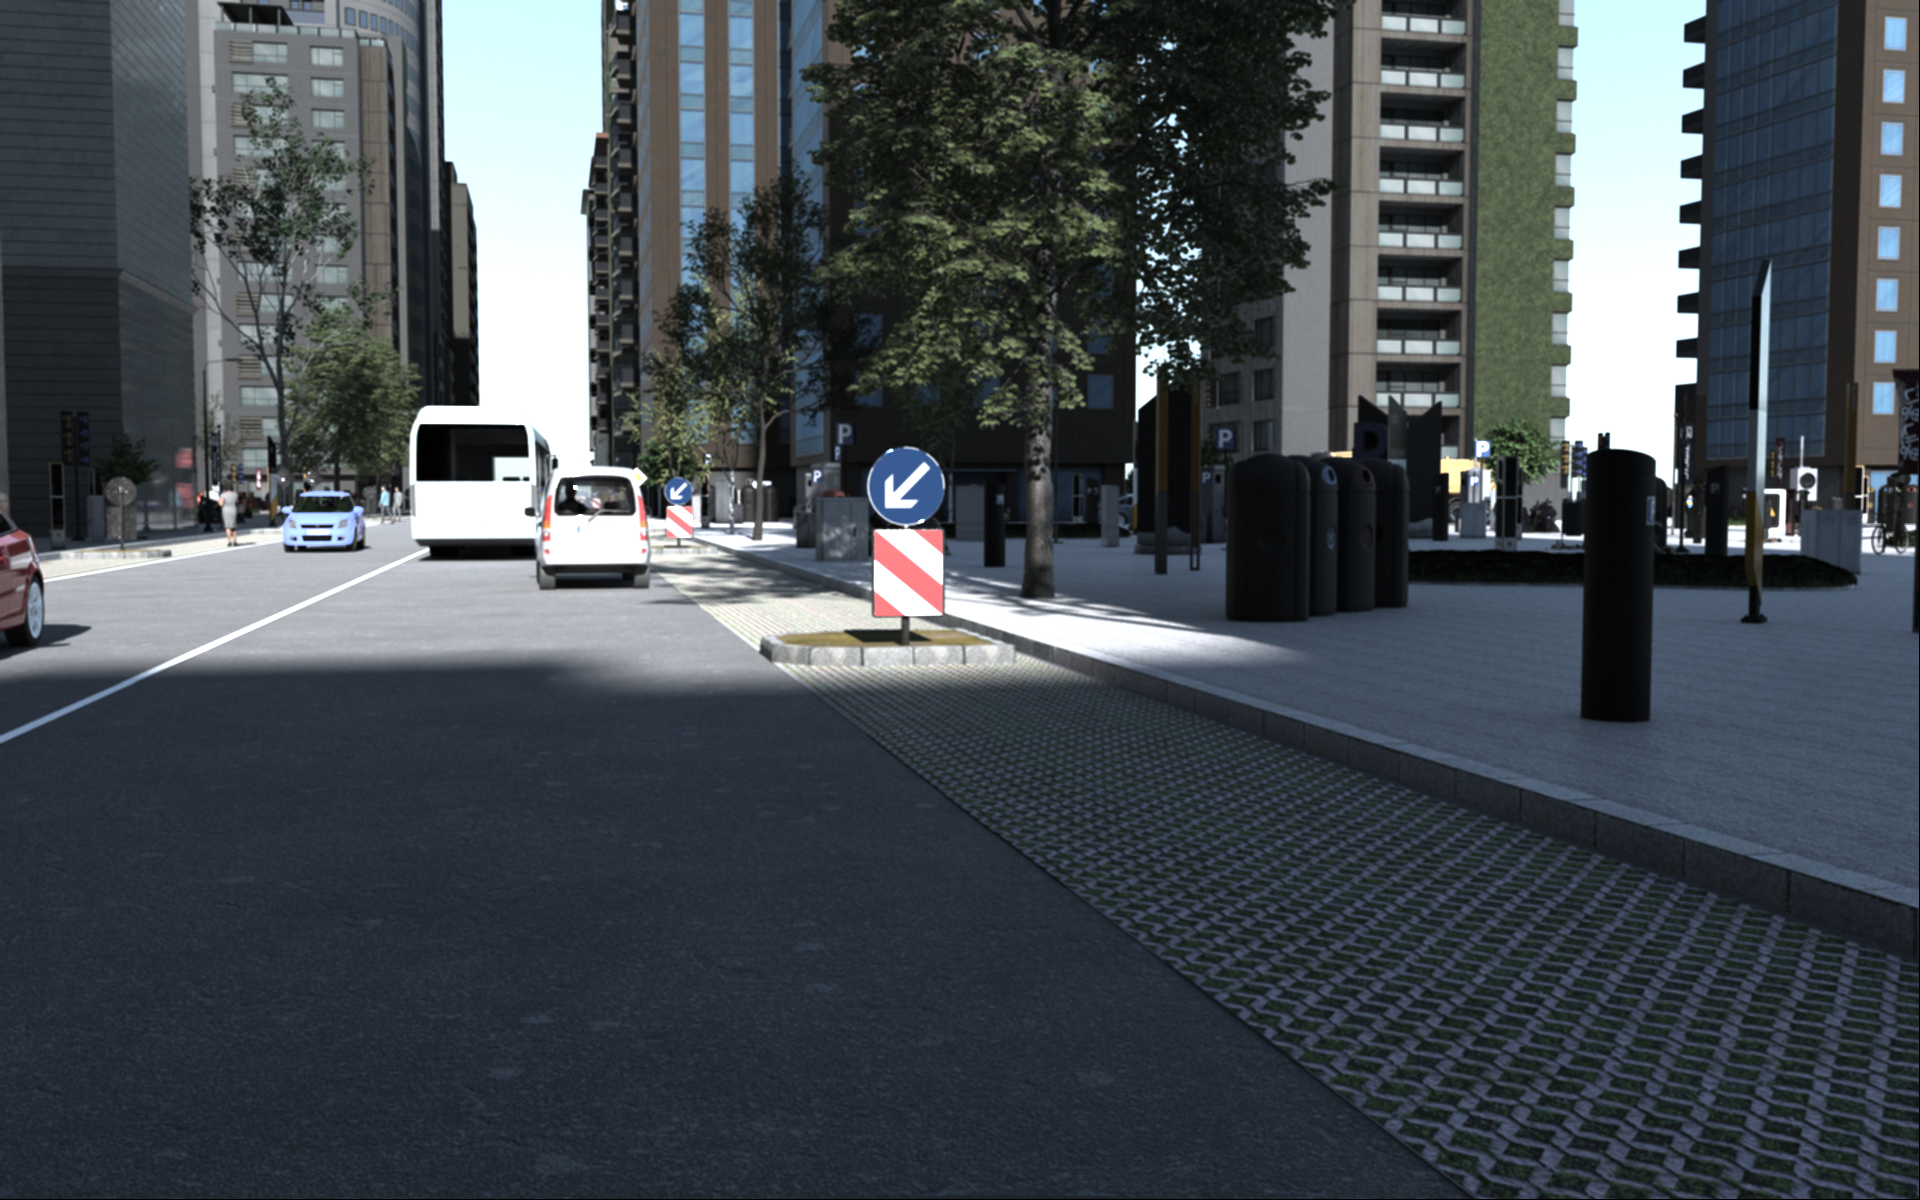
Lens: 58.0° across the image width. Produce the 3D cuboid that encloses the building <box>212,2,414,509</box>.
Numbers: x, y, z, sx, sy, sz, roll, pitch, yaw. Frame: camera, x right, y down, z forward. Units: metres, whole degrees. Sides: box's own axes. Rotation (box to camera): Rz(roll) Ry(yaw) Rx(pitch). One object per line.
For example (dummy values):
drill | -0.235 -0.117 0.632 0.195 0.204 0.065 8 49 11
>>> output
building | -54.964 -28.439 148.566 14.154 41.232 14.086 -1 4 -13

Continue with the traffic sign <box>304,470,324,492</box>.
traffic sign | -26.371 -4.103 70.731 0.795 2.450 0.064 -1 4 -13

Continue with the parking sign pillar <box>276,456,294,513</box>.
parking sign pillar | -47.072 -8.071 120.430 1.447 3.967 1.447 -2 4 -27

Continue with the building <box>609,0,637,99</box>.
building | -14.391 -28.990 128.609 22.147 44.769 28.867 -1 4 -13

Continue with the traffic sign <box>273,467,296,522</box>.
traffic sign | -24.544 -3.628 62.957 0.795 2.450 0.064 -1 4 -13

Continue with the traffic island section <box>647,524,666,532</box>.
traffic island section | -12.257 -2.667 65.889 2.009 0.180 2.903 -1 4 -13

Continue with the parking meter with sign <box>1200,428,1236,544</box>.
parking meter with sign | 6.550 -2.991 45.170 0.543 3.016 1.738 2 4 35

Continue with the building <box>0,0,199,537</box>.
building | -40.545 -16.846 52.920 29.804 29.767 11.434 -1 4 -13

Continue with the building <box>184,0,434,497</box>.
building | -63.139 -38.276 167.813 21.231 58.520 28.212 -1 4 -13

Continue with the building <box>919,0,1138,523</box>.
building | -0.394 -26.519 83.702 14.200 45.320 14.600 -1 4 -13

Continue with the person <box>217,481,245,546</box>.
person | -19.878 -2.347 47.230 0.532 1.782 0.716 3 5 43

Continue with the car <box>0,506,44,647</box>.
car | -9.221 -0.348 14.725 2.155 1.783 4.494 -1 4 -15

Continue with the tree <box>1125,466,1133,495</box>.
tree | 11.995 -7.662 119.868 1.663 3.219 1.824 0 3 0

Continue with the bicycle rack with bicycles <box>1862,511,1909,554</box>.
bicycle rack with bicycles | 20.437 -1.422 36.633 2.852 0.926 2.925 3 5 45

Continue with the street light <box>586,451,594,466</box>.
street light | -39.283 -13.123 187.100 1.470 5.913 1.316 -1 4 -13

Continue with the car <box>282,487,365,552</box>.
car | -16.105 -2.100 43.919 1.945 1.707 3.694 -1 4 -14

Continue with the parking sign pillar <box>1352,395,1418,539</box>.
parking sign pillar | 11.262 -3.568 46.805 1.447 3.967 1.447 -3 5 -45

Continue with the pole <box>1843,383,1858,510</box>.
pole | 16.352 -2.323 31.827 0.158 3.312 0.155 0 3 0

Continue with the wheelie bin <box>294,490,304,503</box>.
wheelie bin | -48.562 -7.316 127.522 0.980 1.594 0.693 0 4 8

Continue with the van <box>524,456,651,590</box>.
van | -5.864 -1.249 27.430 2.013 2.044 4.112 -1 4 -14

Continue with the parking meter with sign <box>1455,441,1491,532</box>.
parking meter with sign | 16.935 -3.742 57.446 0.543 3.016 1.738 0 4 -8

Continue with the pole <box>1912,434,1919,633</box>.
pole | 8.926 -1.350 15.918 0.158 3.312 0.155 0 3 0

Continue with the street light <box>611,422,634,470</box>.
street light | -21.633 -8.512 111.712 1.470 5.913 1.316 -1 4 -13

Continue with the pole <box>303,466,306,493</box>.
pole | -46.663 -7.926 123.432 0.158 3.312 0.155 0 3 0

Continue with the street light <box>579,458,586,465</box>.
street light | -49.756 -15.837 231.482 1.470 5.913 1.316 -1 4 -13

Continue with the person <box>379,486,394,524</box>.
person | -27.461 -4.553 82.799 0.748 1.841 0.638 2 4 30

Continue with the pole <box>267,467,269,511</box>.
pole | -51.678 -8.301 129.569 0.158 3.312 0.155 0 3 0

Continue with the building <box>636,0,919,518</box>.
building | -11.109 -27.460 99.082 14.600 45.320 14.200 -1 4 -13

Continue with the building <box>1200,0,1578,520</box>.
building | 21.306 -24.751 88.268 14.086 41.232 14.154 -1 4 -13

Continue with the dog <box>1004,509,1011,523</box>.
dog | 1.917 -3.466 73.504 0.513 0.831 0.800 0 3 0

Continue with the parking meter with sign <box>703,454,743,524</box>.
parking meter with sign | -10.176 -4.799 74.730 1.738 3.016 0.543 2 4 23

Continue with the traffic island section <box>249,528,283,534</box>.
traffic island section | -24.566 -2.491 63.013 2.009 0.180 2.903 -1 4 -13

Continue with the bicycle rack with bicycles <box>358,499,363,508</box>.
bicycle rack with bicycles | -46.635 -7.424 134.765 2.925 0.926 2.852 -2 4 -30

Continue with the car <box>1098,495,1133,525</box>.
car | 7.812 -3.826 74.552 4.499 1.417 2.014 -1 4 -12

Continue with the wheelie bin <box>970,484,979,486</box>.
wheelie bin | 0.435 -2.853 54.555 0.693 1.594 0.980 -1 4 -22

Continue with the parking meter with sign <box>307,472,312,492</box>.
parking meter with sign | -51.178 -8.546 135.995 0.543 3.016 1.738 0 4 -5

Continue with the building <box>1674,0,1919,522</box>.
building | 48.828 -27.002 91.596 14.200 45.320 14.600 -1 4 -13

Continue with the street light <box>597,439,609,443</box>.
street light | -31.208 -11.009 152.539 1.470 5.913 1.316 -1 4 -13

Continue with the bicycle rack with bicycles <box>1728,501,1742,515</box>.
bicycle rack with bicycles | 39.777 -4.497 86.910 2.852 0.926 2.925 -1 4 -17

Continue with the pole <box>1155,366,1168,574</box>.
pole | 3.220 -2.069 27.676 0.158 3.312 0.155 0 3 0

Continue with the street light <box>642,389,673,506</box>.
street light | -13.372 -6.384 76.925 1.470 5.913 1.316 -1 4 -13

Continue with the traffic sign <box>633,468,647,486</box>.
traffic sign | -12.278 -3.802 65.807 0.795 2.450 0.064 -1 4 -13

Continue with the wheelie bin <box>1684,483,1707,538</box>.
wheelie bin | 21.475 -2.589 50.243 0.980 1.594 0.693 -3 5 -40

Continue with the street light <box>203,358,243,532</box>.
street light | -25.144 -5.294 59.100 1.470 5.913 1.316 -1 4 -13

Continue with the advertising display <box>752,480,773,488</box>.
advertising display | -9.318 -4.673 81.619 0.974 1.923 0.123 0 4 2

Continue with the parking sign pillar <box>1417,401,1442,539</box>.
parking sign pillar | 13.309 -3.778 50.242 1.447 3.967 1.447 -2 4 -27

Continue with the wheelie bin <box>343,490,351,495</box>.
wheelie bin | -50.346 -8.221 142.325 0.693 1.594 0.980 2 4 32

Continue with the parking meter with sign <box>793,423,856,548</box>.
parking meter with sign | -3.251 -2.779 41.699 0.543 3.016 1.738 2 4 34

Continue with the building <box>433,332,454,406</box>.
building | -72.380 -21.469 196.055 27.650 21.520 28.899 -1 4 -13

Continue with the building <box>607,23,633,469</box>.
building | -24.412 -28.897 156.053 14.154 41.232 14.086 -1 4 -13

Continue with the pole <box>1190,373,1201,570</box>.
pole | 3.956 -2.154 29.065 0.158 3.312 0.155 0 3 0

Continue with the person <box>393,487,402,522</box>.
person | -29.399 -5.007 90.470 0.635 1.810 0.391 1 4 21

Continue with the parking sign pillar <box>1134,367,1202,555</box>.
parking sign pillar | 4.468 -2.975 37.119 1.447 3.967 1.447 3 4 36

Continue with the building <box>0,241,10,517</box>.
building | -26.065 -13.062 18.076 19.350 26.468 34.151 -1 4 -13
